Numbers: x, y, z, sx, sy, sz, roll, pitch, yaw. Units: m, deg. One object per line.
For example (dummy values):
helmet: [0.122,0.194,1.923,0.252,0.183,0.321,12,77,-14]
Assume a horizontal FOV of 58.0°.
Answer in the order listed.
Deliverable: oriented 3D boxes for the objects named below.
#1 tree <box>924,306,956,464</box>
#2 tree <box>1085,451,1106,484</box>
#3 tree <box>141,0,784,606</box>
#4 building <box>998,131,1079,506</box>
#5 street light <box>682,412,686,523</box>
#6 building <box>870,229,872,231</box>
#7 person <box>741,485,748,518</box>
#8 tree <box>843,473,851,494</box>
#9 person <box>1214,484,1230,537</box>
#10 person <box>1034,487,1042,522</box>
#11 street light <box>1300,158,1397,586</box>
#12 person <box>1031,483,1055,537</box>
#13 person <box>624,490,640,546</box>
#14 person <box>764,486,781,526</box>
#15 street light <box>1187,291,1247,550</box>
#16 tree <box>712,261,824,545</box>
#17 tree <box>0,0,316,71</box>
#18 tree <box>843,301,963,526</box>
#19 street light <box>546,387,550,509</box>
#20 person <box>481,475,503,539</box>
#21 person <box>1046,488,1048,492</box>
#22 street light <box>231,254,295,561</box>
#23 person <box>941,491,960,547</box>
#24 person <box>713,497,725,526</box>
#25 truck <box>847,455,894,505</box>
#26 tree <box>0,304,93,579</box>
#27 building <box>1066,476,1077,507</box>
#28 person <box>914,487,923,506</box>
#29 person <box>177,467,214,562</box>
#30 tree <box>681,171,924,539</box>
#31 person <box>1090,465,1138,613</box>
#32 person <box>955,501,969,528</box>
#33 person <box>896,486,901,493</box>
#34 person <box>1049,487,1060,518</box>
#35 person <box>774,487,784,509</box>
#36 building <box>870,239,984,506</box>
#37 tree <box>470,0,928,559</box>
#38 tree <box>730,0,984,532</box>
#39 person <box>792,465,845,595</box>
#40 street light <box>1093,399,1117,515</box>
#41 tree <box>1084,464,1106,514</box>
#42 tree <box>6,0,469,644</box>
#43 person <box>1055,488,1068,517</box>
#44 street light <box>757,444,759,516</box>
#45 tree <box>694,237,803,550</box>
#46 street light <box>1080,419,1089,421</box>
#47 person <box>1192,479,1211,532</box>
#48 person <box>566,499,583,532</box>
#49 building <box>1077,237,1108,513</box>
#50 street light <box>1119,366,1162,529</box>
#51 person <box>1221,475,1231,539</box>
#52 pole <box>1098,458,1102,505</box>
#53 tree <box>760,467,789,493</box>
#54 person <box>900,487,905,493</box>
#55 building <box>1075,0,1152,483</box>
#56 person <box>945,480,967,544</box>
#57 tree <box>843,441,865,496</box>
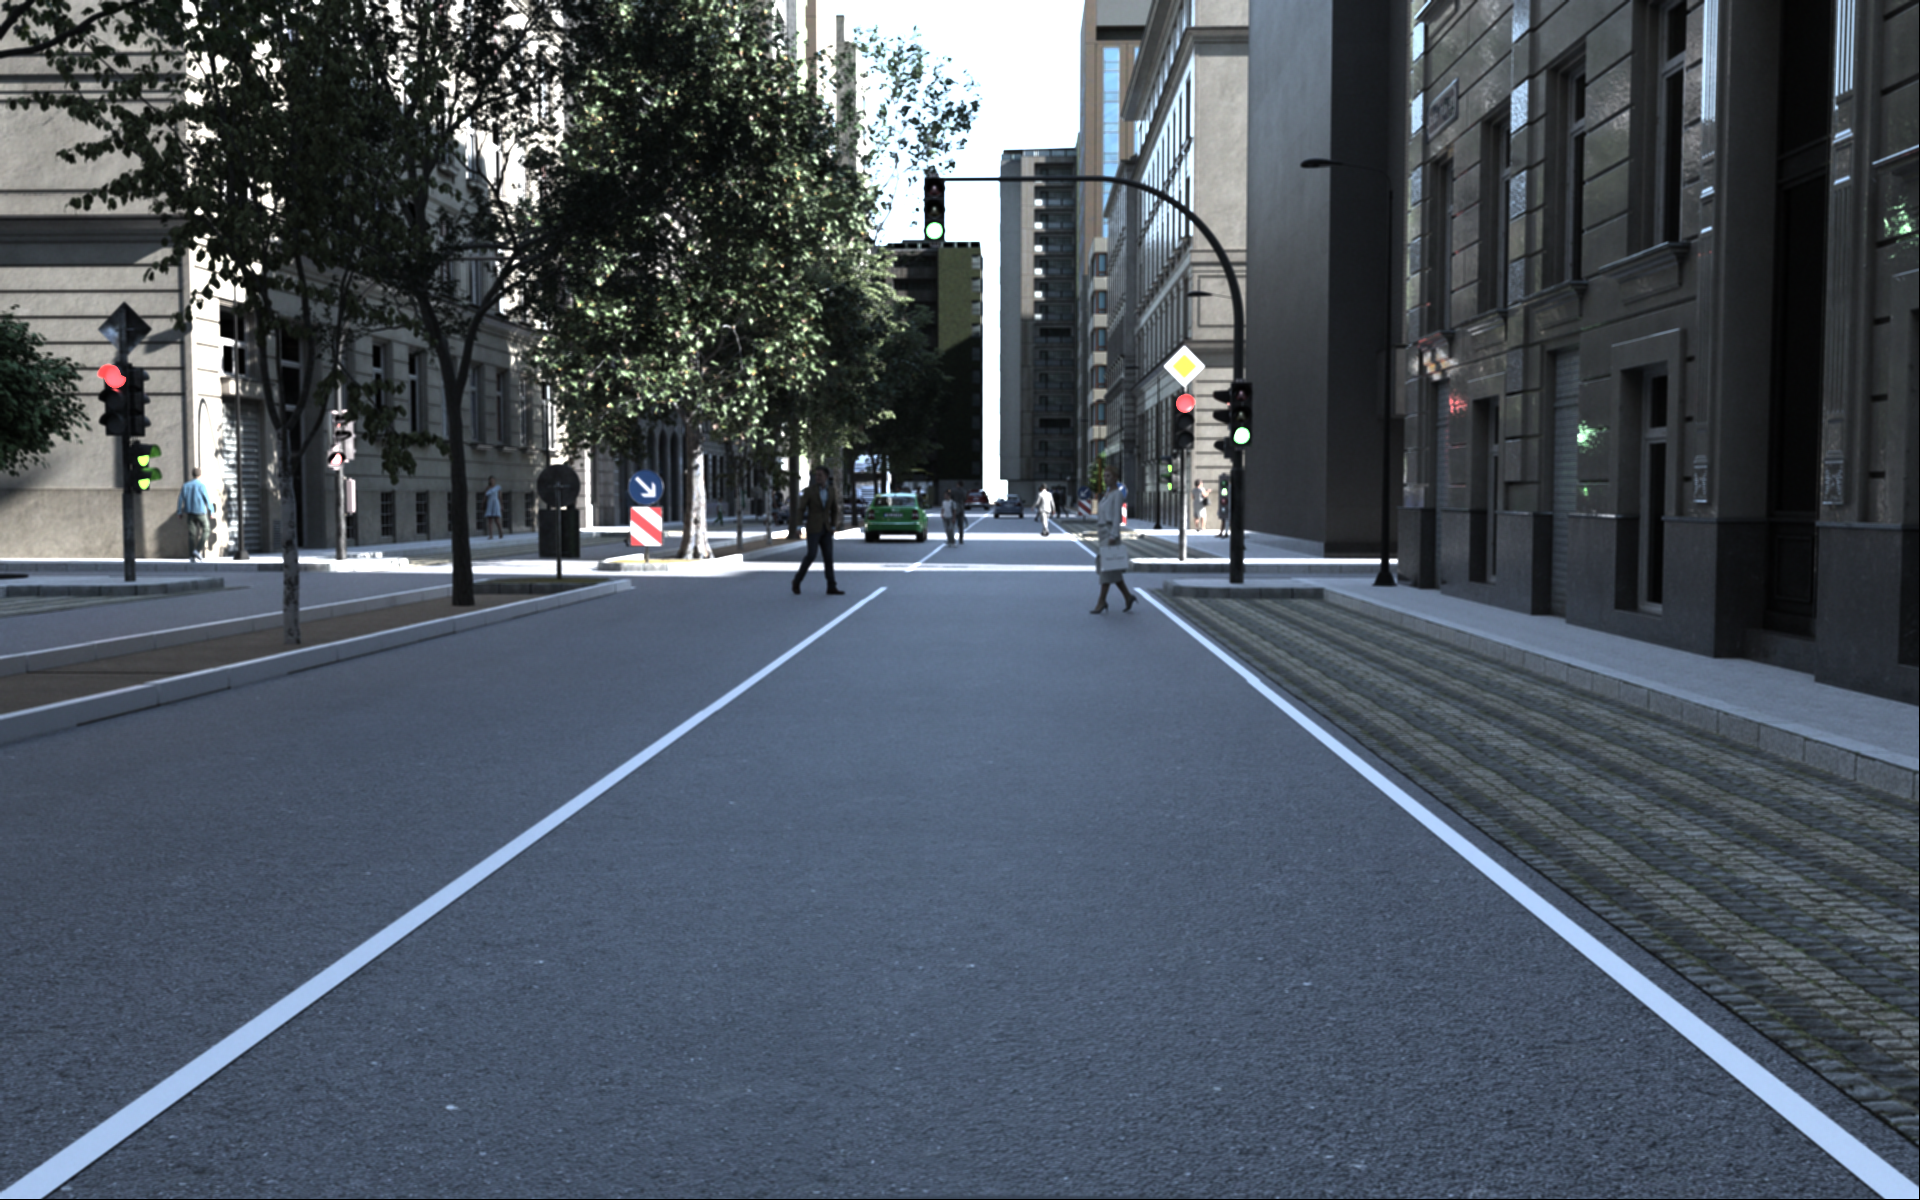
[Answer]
tree: [-4.137,-10.477,91.888,7.486,12.596,7.792,0,3,0]
tree: [9.939,-7.989,114.333,4.285,4.588,4.351,0,3,0]
tree: [-6.320,-5.218,22.185,8.767,10.594,7.601,0,4,2]
building: [11.421,-31.496,198.548,14.086,41.232,14.154,0,4,2]
street light: [-11.786,-6.431,77.694,1.470,5.913,1.316,0,4,2]
building: [-23.046,-31.553,207.771,23.993,40.220,32.217,0,4,2]
person: [-11.835,-5.338,93.570,0.600,1.795,0.529,2,4,32]
tree: [-10.543,-10.227,161.820,1.663,3.219,1.824,0,3,0]
person: [7.899,-2.752,51.139,0.778,1.811,0.616,2,4,29]
person: [4.157,-4.967,89.985,0.850,1.792,0.678,3,5,45]
street light: [5.409,-3.154,24.107,1.470,5.913,1.316,0,4,2]
person: [2.848,-3.048,58.605,0.678,1.792,0.850,-2,4,-25]
person: [-9.023,-2.390,47.605,0.654,1.822,0.581,-3,5,-42]
person: [-8.411,-4.227,77.704,0.778,1.811,0.616,-1,4,-19]
street light: [5.896,-4.113,39.796,1.470,5.913,1.316,0,4,2]
tree: [-5.345,-5.847,48.413,4.360,8.622,3.978,0,3,0]
tree: [-6.143,-4.908,8.464,9.928,11.665,9.643,0,3,0]
tree: [-3.990,-9.018,84.311,8.767,10.594,7.601,0,4,2]
street light: [-12.681,-5.073,55.491,1.470,5.913,1.316,0,4,2]
person: [-13.304,-2.638,49.270,0.616,1.811,0.778,1,4,8]
person: [5.281,-5.909,105.462,0.601,1.785,0.444,0,4,6]
street light: [-13.349,-3.715,33.282,1.470,5.913,1.316,0,4,2]
person: [-0.262,-2.189,46.883,0.503,1.515,0.523,0,4,-2]
person: [-10.737,-3.937,77.115,0.590,1.304,0.306,-1,4,-17]
truck: [-5.878,-8.296,125.399,2.967,4.110,18.799,0,4,2]
tree: [-15.125,-2.604,26.295,4.285,4.588,4.351,0,3,0]
building: [26.881,-29.311,171.109,32.217,40.220,23.993,0,4,2]
person: [-1.957,-4.644,84.696,0.520,1.790,0.573,2,4,33]
person: [-14.442,-1.610,32.717,0.601,1.785,0.444,0,4,6]
tree: [-5.327,-8.202,54.685,7.486,12.596,7.792,0,3,0]
person: [1.863,-0.736,20.881,0.624,1.780,0.694,0,4,-2]
person: [0.045,-3.888,72.661,0.643,1.750,0.593,3,5,43]
person: [-2.722,-4.063,75.107,0.511,1.800,0.466,2,4,30]
person: [5.606,-5.787,102.889,0.659,1.850,0.755,-3,5,-39]
person: [-10.261,-5.461,97.559,0.659,1.850,0.755,0,4,-5]
building: [-4.273,-26.146,199.191,14.107,30.474,14.160,0,4,2]
tree: [-5.602,-7.151,36.391,9.611,12.733,9.660,0,3,0]
tree: [-5.808,-12.712,66.194,12.611,20.169,13.585,0,3,0]
person: [-2.054,-0.998,24.721,0.836,1.842,0.656,2,4,24]
street light: [7.363,-6.882,85.065,1.470,5.913,1.316,0,4,2]
tree: [8.726,-7.136,111.268,1.663,3.219,1.824,0,3,0]
tree: [-6.323,-3.863,15.984,4.737,8.622,4.395,0,3,0]
person: [6.201,-5.973,106.124,0.822,1.834,0.622,3,5,44]
street light: [-11.240,-7.859,101.034,1.470,5.913,1.316,0,4,2]
tree: [-5.596,-5.563,43.779,4.737,8.622,4.395,0,3,0]
street light: [8.152,-8.279,107.899,1.470,5.913,1.316,0,4,2]
person: [8.145,-3.164,58.129,0.716,1.782,0.532,3,5,42]
person: [-13.000,-3.230,58.210,0.474,1.900,0.648,-2,4,-30]
building: [23.259,-17.483,130.878,27.650,21.520,28.899,0,4,2]
street light: [6.650,-5.524,62.857,1.470,5.913,1.316,0,4,2]
person: [7.832,-2.674,49.646,0.514,1.842,0.818,-3,5,-44]
pole: [7.922,-6.371,98.002,0.158,3.312,0.155,0,3,0]
tree: [-11.608,-6.935,107.984,1.663,3.219,1.824,0,3,0]
person: [-3.420,-5.650,100.736,0.638,1.841,0.748,1,4,10]
building: [17.573,-30.708,152.183,14.600,45.320,14.200,0,4,2]
person: [-0.121,-2.549,49.984,0.655,1.846,0.447,-1,4,-17]
tree: [-10.343,-12.539,155.378,4.737,8.622,4.395,0,3,0]
